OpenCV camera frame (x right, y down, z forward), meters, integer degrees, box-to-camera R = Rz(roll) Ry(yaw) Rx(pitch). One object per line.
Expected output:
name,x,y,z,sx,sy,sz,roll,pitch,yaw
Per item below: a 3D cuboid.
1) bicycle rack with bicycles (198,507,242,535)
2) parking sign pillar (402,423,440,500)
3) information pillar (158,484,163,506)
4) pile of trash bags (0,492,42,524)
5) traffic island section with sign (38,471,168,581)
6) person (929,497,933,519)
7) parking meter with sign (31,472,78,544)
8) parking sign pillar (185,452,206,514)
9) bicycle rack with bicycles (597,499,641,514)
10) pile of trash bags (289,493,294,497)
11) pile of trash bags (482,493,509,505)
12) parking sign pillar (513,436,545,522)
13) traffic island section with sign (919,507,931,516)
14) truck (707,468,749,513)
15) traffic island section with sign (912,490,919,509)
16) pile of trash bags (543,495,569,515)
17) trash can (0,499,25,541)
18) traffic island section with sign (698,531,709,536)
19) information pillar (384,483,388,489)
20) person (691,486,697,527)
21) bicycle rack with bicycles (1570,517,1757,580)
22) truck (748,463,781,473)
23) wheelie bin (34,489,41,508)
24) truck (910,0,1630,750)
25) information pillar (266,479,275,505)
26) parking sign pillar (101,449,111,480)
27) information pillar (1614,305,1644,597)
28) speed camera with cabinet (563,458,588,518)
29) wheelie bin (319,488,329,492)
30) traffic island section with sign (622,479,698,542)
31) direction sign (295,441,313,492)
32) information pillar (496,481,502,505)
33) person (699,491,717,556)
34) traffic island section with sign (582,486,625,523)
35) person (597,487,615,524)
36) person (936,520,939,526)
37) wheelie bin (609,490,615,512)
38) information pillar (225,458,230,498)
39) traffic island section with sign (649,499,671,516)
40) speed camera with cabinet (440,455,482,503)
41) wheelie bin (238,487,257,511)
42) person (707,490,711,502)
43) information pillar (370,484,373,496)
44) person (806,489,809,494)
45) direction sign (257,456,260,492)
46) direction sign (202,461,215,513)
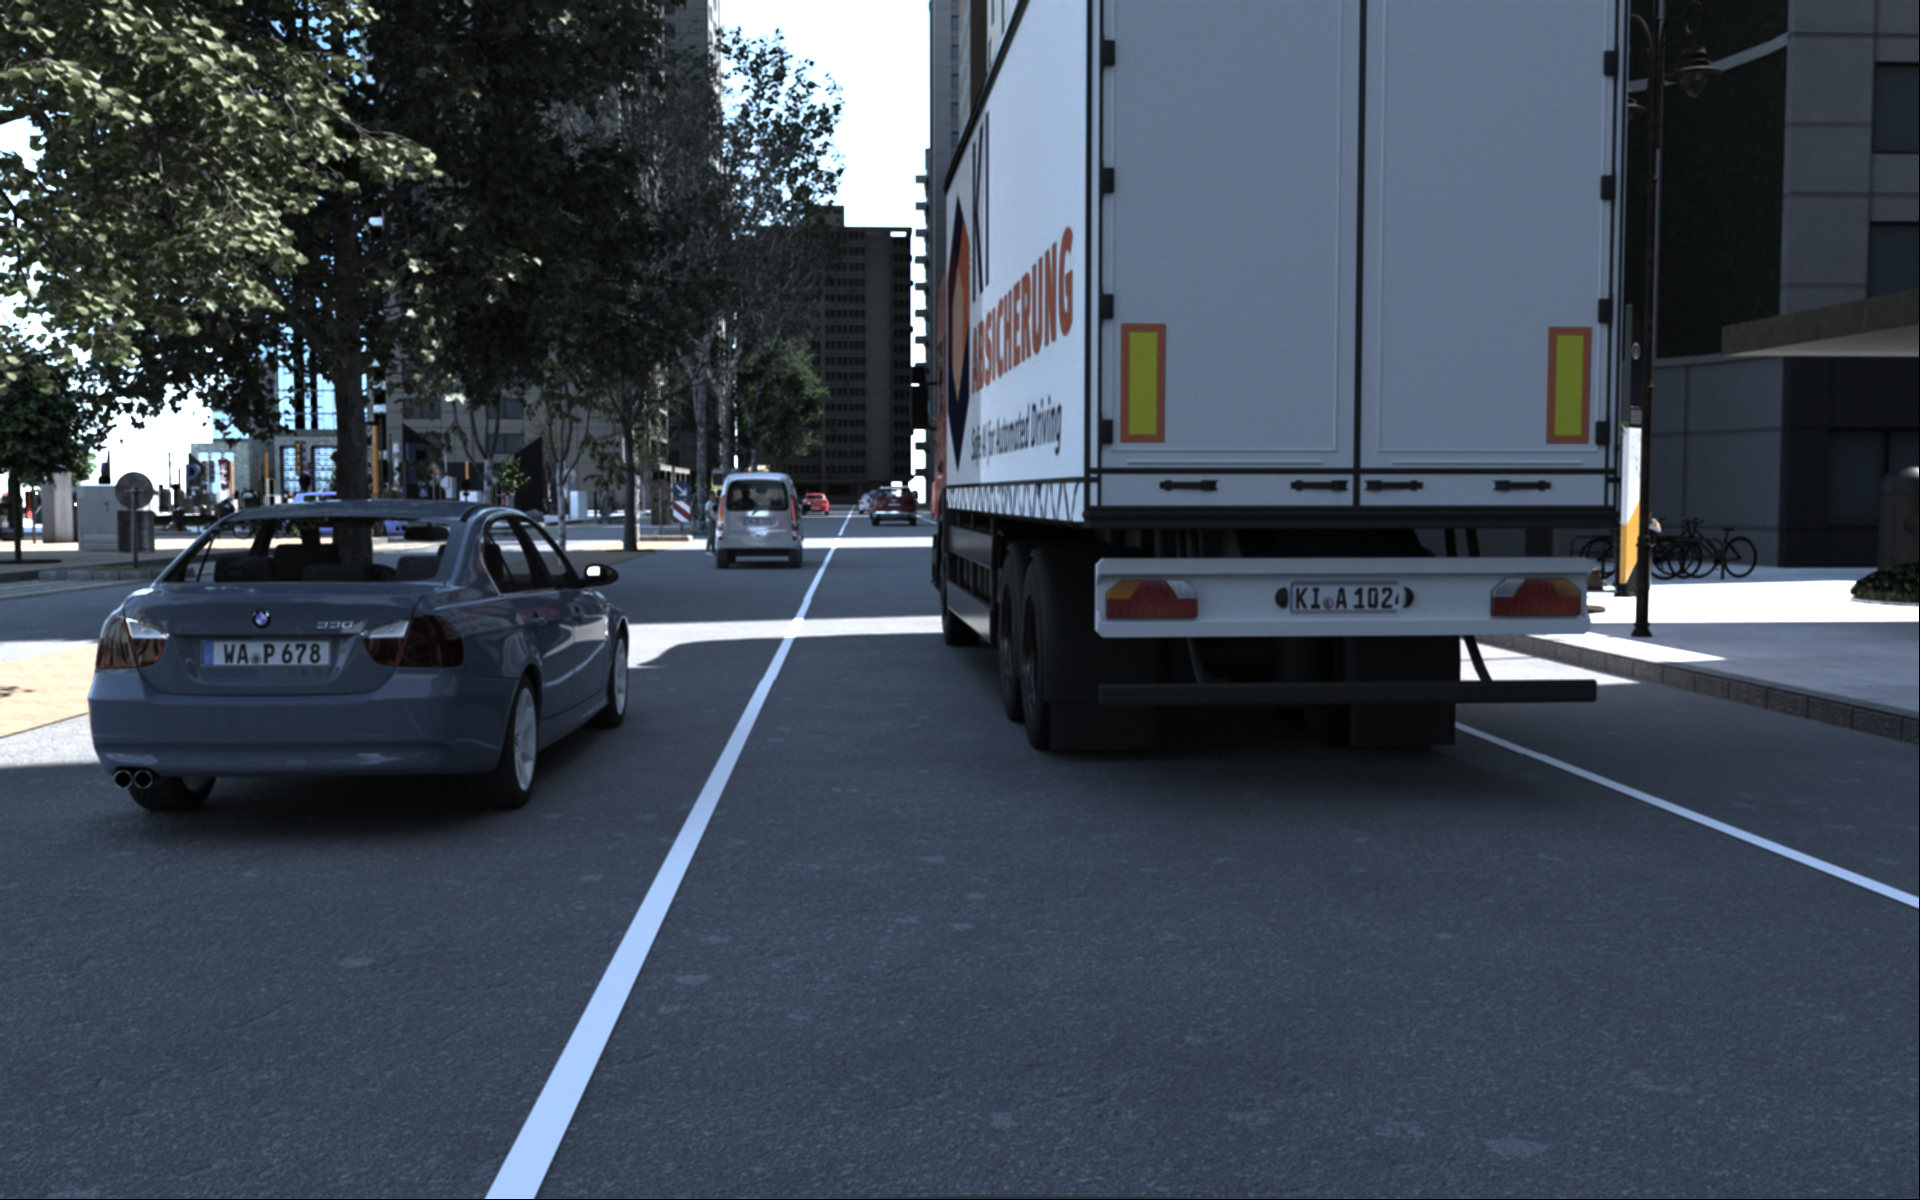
bicycle rack with bicycles,-20.069,-2.245,50.085,2.925,0.926,2.852,0,4,8
parking sign pillar,-20.590,-4.753,66.188,1.447,3.967,1.447,-3,4,-37
information pillar,-58.146,-7.433,126.020,0.304,2.012,0.304,-3,5,-43
pile of trash bags,-38.736,-3.894,73.415,3.447,1.369,1.912,-3,5,-40
traffic island section with sign,-14.241,-1.275,29.478,1.989,1.847,2.006,0,4,-3
person,-1.438,-5.456,98.459,0.760,1.731,0.466,-1,4,-19
parking meter with sign,-23.570,-2.995,45.236,0.543,3.016,1.738,1,4,16
parking sign pillar,-49.044,-7.501,111.120,1.447,3.967,1.447,1,4,21
bicycle rack with bicycles,-22.906,-6.169,114.242,2.852,0.926,2.925,2,4,33
pile of trash bags,-46.991,-6.787,120.715,1.912,1.369,3.447,-2,4,-31
pile of trash bags,-27.651,-5.613,101.520,1.912,1.369,3.447,2,4,30
parking sign pillar,-19.883,-5.578,79.665,1.447,3.967,1.447,-2,4,-27
traffic island section with sign,-1.497,-6.430,113.762,1.989,1.847,2.006,0,4,-3
truck,-17.164,-8.257,130.933,3.469,3.379,9.791,0,4,-2
traffic island section with sign,-4.371,-9.467,163.405,1.989,1.847,2.006,0,4,-3
pile of trash bags,-24.578,-5.875,105.814,1.912,1.369,3.447,1,4,21
trash can,-25.782,-2.164,47.027,0.748,1.137,0.748,0,3,0
traffic island section with sign,-9.627,-3.192,60.320,2.006,1.907,1.989,0,4,-3
information pillar,-38.095,-6.755,114.941,0.304,2.012,0.304,-1,4,-9
person,-11.260,-4.004,74.217,0.529,1.795,0.600,2,4,29
bicycle rack with bicycles,10.797,-0.820,26.792,2.925,0.926,2.852,0,4,6
truck,-17.957,-10.365,158.377,2.839,4.237,11.283,0,4,-2
wheelie bin,-61.208,-6.553,115.056,0.693,1.594,0.980,2,4,27
truck,1.273,-1.477,13.058,2.839,4.237,11.283,0,4,-5
information pillar,-32.920,-4.784,82.718,0.304,2.012,0.304,-3,5,-44
parking sign pillar,-51.298,-7.071,104.083,1.447,3.967,1.447,-1,4,-21
information pillar,8.429,-1.855,21.685,0.183,3.616,0.504,3,5,45
speed camera with cabinet,-20.646,-6.015,92.686,0.660,3.252,2.038,-3,4,-39
wheelie bin,-32.733,-4.961,89.023,0.693,1.594,0.980,-3,4,-37
traffic island section with sign,-9.210,-2.739,52.925,2.006,1.907,1.989,0,4,-3
direction sign,-28.106,-5.010,73.903,0.379,3.537,0.876,0,4,7
information pillar,-24.725,-5.410,92.948,0.304,2.012,0.304,-1,4,-13
person,-5.799,-1.793,40.419,0.523,1.515,0.503,-1,4,-22
traffic island section with sign,-17.455,-4.686,85.245,1.989,1.847,2.006,0,4,-3
person,-17.030,-4.554,83.234,0.850,1.792,0.678,0,4,5
person,-0.994,-3.926,76.940,0.306,1.304,0.590,0,4,8
wheelie bin,-25.058,-7.077,123.612,0.980,1.594,0.693,0,4,7
information pillar,-47.593,-7.427,112.794,0.504,3.616,0.183,1,4,14
traffic island section with sign,-19.023,-6.333,112.175,1.989,1.847,2.006,0,4,-3
speed camera with cabinet,-25.373,-5.732,88.056,2.038,3.252,0.660,0,4,8
wheelie bin,-32.712,-4.381,79.531,0.980,1.594,0.693,3,5,39
person,-20.529,-8.114,141.722,0.434,1.755,0.990,0,4,-4
information pillar,-43.004,-7.481,126.803,0.304,2.012,0.304,0,4,-6
person,-11.518,-7.436,130.095,0.388,1.821,0.555,0,4,-7
direction sign,-42.252,-6.874,104.386,0.379,3.537,0.876,-1,4,-14
direction sign,-51.405,-7.740,118.542,0.379,3.537,0.876,3,5,41
